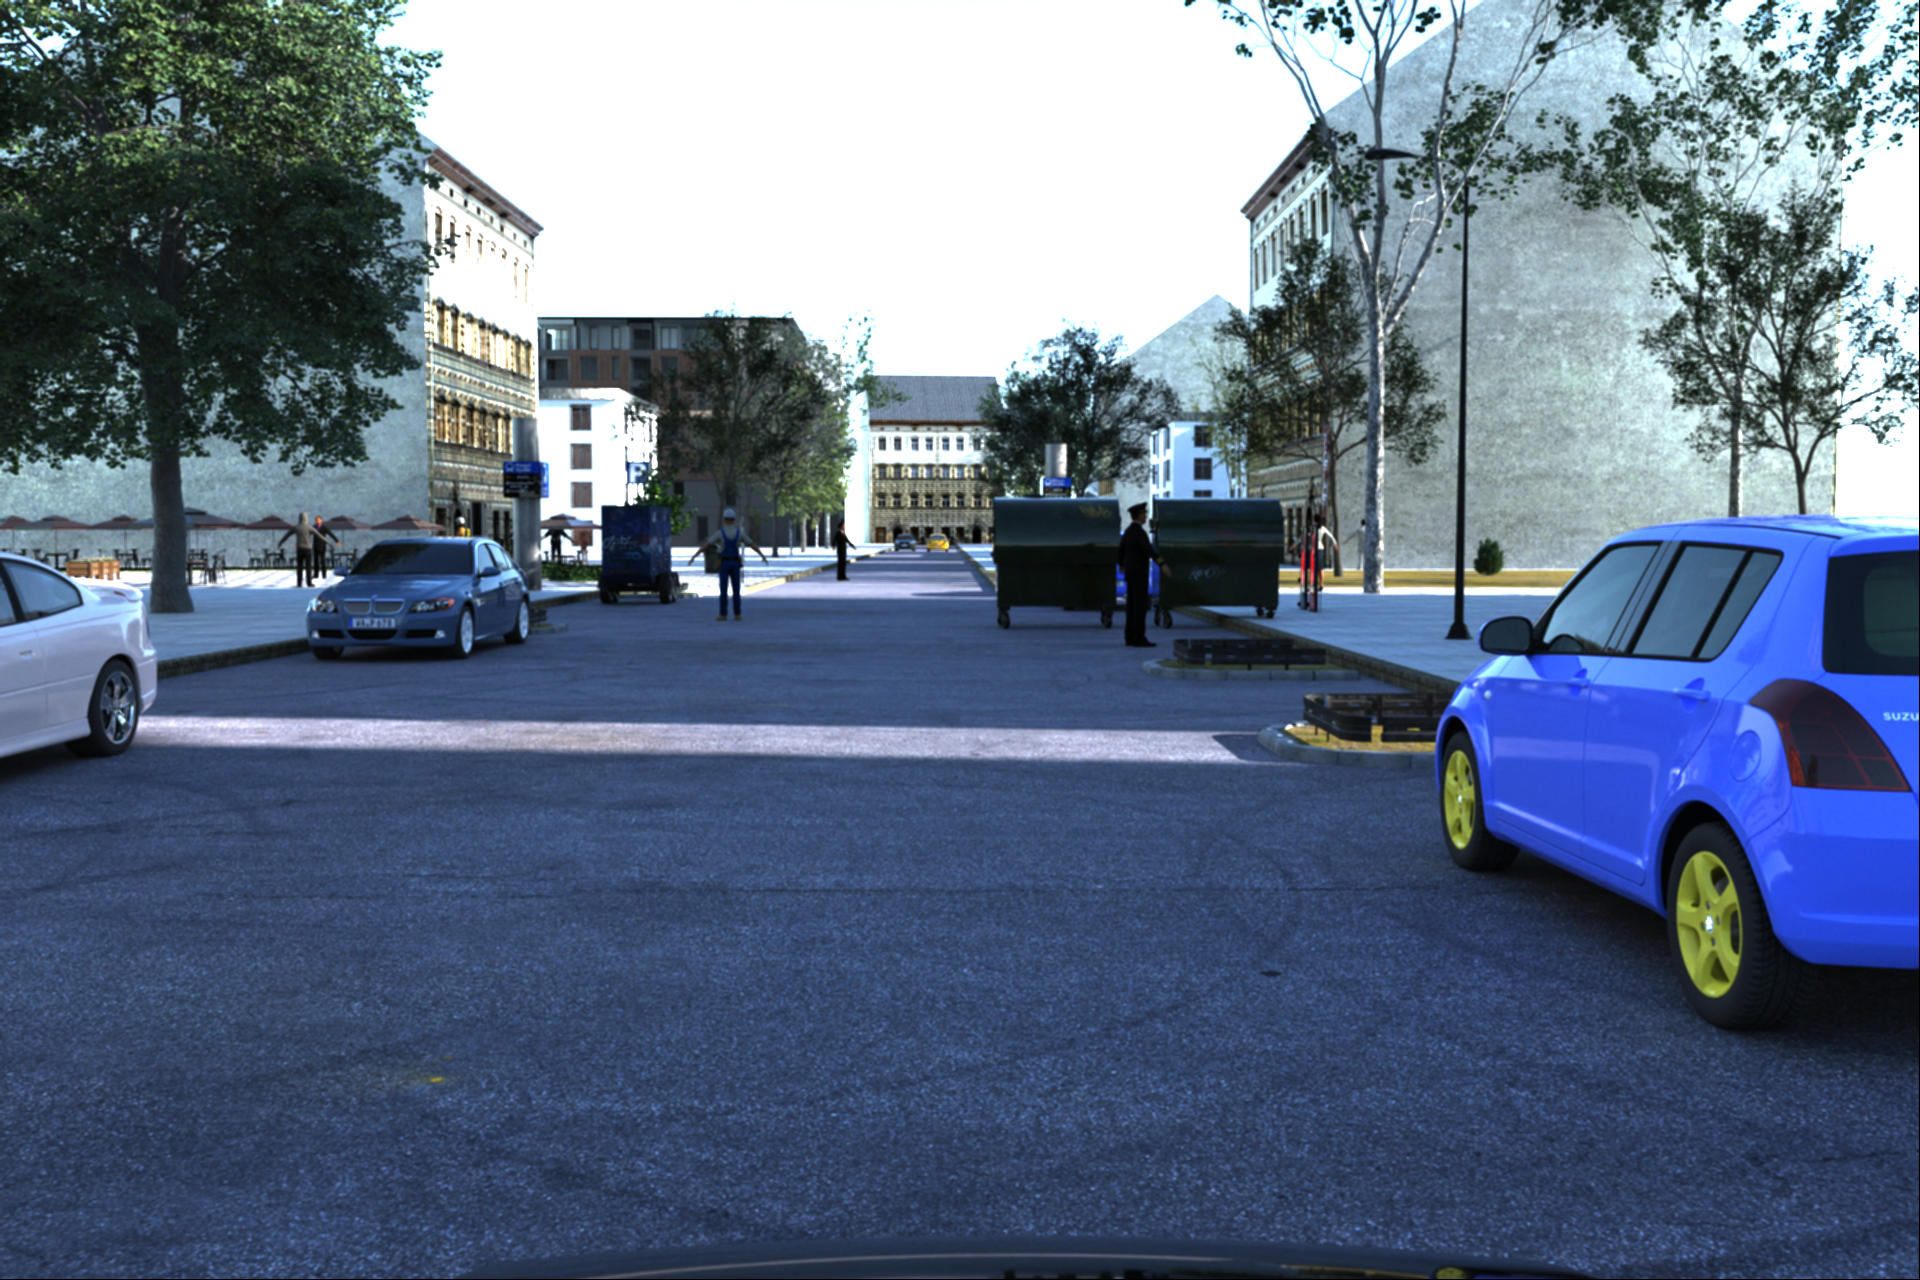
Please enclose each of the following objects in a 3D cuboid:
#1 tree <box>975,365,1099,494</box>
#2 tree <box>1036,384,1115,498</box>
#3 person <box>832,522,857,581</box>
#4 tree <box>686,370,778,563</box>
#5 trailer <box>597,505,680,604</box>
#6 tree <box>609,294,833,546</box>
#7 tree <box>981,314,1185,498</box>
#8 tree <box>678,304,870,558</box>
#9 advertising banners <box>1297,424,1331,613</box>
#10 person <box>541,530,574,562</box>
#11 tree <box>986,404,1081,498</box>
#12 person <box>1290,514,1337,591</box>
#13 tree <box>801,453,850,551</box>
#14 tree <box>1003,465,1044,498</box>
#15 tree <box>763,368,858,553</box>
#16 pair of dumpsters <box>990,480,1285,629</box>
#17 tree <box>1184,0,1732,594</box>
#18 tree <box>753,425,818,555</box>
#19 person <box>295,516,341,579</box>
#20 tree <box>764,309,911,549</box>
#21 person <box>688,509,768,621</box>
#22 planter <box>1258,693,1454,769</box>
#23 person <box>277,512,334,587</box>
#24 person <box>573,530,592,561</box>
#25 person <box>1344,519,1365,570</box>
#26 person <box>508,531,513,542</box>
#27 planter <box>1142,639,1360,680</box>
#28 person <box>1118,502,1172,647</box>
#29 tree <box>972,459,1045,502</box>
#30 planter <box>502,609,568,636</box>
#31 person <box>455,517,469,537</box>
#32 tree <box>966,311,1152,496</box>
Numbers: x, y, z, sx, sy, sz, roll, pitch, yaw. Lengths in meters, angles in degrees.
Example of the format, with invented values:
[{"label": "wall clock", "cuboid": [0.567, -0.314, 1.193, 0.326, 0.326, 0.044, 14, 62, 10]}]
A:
[{"label": "tree", "cuboid": [4.918, -11.033, 106.151, 9.928, 11.665, 9.643, 0, 3, 0]}, {"label": "tree", "cuboid": [5.237, -8.049, 81.960, 4.360, 8.622, 3.978, 0, 3, 0]}, {"label": "person", "cuboid": [-3.614, -2.735, 53.359, 0.705, 1.806, 1.347, 2, 4, 27]}, {"label": "tree", "cuboid": [-9.532, -7.741, 76.925, 4.360, 8.622, 3.978, 0, 3, 0]}, {"label": "trailer", "cuboid": [-6.645, -1.719, 35.148, 1.471, 1.999, 3.904, 0, 4, 0]}, {"label": "tree", "cuboid": [-9.491, -8.172, 68.033, 8.767, 10.594, 7.601, -1, 4, -20]}, {"label": "tree", "cuboid": [5.084, -8.559, 74.351, 8.767, 10.594, 7.601, -1, 4, -15]}, {"label": "tree", "cuboid": [-9.910, -11.158, 92.797, 12.009, 13.543, 11.850, 0, 3, 0]}, {"label": "advertising banners", "cuboid": [5.845, -1.982, 28.588, 0.090, 3.025, 2.074, 0, 4, -1]}, {"label": "person", "cuboid": [-15.723, -3.770, 67.414, 1.354, 1.856, 0.705, -1, 4, -12]}, {"label": "tree", "cuboid": [5.411, -11.242, 118.213, 7.601, 10.594, 8.767, -2, 4, -23]}, {"label": "person", "cuboid": [7.943, -1.958, 38.837, 1.217, 1.735, 0.721, -1, 4, -21]}, {"label": "tree", "cuboid": [-10.415, -10.872, 128.115, 4.737, 8.622, 4.395, 0, 3, 0]}, {"label": "tree", "cuboid": [5.122, -11.425, 137.162, 4.737, 8.622, 4.395, 0, 3, 0]}, {"label": "tree", "cuboid": [-10.403, -12.233, 118.138, 7.486, 12.596, 7.792, 0, 3, 0]}, {"label": "pair of dumpsters", "cuboid": [2.687, -1.327, 26.652, 4.436, 2.255, 1.574, 0, 4, 0]}, {"label": "tree", "cuboid": [10.141, -11.014, 35.974, 12.611, 20.169, 13.585, 0, 3, 0]}, {"label": "tree", "cuboid": [-10.046, -9.444, 104.769, 4.360, 8.622, 3.978, 0, 3, 0]}, {"label": "person", "cuboid": [-18.424, -2.663, 49.763, 1.346, 1.802, 0.704, 0, 4, 4]}, {"label": "tree", "cuboid": [-9.617, -17.629, 144.118, 12.611, 20.169, 13.585, 0, 3, 0]}, {"label": "person", "cuboid": [-3.837, -1.253, 28.803, 1.347, 1.847, 0.705, -1, 4, -19]}, {"label": "planter", "cuboid": [3.047, 0.586, 11.551, 1.991, 0.319, 1.994, 0, 4, 0]}, {"label": "person", "cuboid": [-15.909, -2.196, 42.029, 1.348, 1.813, 0.705, 0, 4, -3]}, {"label": "person", "cuboid": [-16.942, -4.339, 77.752, 0.721, 1.733, 1.217, 2, 4, 29]}, {"label": "person", "cuboid": [14.480, -3.425, 62.192, 1.347, 1.806, 0.705, 0, 4, -1]}, {"label": "person", "cuboid": [-18.738, -4.142, 73.693, 0.705, 1.833, 1.349, 3, 4, 37]}, {"label": "planter", "cuboid": [2.920, 0.196, 17.941, 1.991, 0.319, 1.994, 0, 4, 0]}, {"label": "person", "cuboid": [2.291, -0.838, 22.096, 0.705, 1.837, 1.347, -1, 4, -21]}, {"label": "tree", "cuboid": [5.206, -12.843, 144.390, 8.767, 10.594, 7.601, 0, 4, -2]}, {"label": "planter", "cuboid": [-6.846, -0.259, 25.372, 1.991, 0.319, 1.994, 0, 4, 0]}, {"label": "person", "cuboid": [-17.054, -3.260, 59.077, 0.705, 1.858, 1.354, 0, 4, -2]}, {"label": "tree", "cuboid": [5.463, -11.277, 94.750, 12.009, 13.543, 11.850, 0, 3, 0]}]
